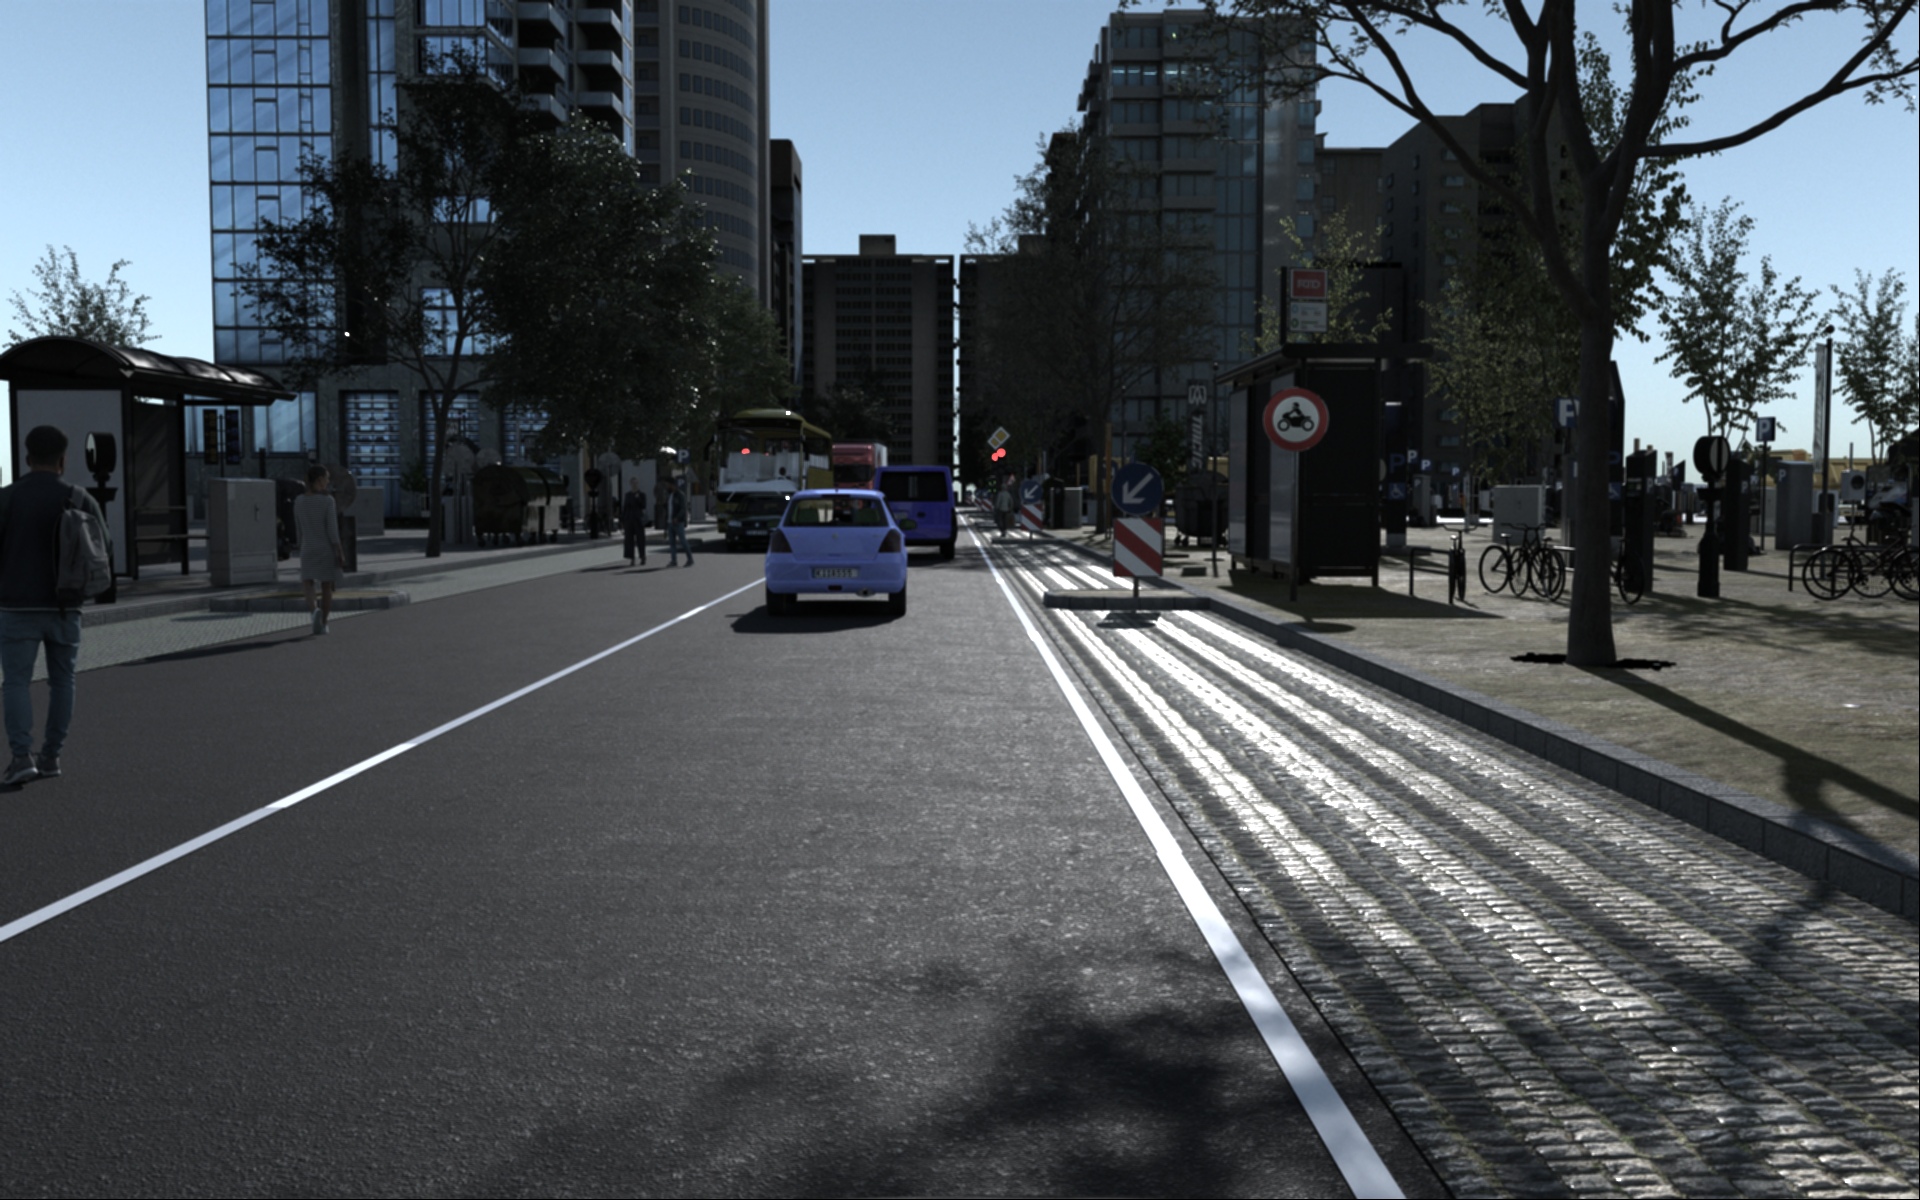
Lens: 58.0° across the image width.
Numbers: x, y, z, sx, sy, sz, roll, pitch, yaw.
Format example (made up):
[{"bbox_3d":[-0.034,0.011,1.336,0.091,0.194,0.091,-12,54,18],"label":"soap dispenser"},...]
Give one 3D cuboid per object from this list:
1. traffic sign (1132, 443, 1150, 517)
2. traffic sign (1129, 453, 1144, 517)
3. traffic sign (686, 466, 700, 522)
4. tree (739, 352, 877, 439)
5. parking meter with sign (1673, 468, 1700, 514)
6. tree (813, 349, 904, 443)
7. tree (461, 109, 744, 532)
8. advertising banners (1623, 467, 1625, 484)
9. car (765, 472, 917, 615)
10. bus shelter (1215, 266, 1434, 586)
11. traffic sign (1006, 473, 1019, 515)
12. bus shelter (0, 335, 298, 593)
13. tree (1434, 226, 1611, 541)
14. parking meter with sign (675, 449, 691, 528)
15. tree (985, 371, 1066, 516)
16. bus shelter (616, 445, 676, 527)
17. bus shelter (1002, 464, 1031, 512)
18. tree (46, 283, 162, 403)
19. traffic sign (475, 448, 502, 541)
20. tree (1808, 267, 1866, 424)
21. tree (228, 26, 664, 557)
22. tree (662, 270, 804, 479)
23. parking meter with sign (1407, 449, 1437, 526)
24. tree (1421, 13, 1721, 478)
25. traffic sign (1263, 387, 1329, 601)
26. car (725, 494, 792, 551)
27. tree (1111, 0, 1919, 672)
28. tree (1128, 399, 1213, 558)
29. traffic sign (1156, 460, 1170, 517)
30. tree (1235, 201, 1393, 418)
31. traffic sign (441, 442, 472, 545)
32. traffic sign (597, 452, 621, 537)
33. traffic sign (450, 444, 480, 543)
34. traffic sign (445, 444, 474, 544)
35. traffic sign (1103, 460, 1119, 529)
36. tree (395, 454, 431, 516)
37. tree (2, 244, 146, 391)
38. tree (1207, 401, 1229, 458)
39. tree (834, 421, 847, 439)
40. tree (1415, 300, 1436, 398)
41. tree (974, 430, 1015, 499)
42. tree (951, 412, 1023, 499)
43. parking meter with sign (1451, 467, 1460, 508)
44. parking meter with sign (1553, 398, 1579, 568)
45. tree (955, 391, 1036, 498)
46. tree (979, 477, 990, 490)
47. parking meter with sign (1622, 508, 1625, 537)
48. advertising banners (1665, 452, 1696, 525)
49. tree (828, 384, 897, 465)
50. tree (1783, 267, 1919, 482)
[{"bbox_3d":[4.677,-2.638,43.240,0.768,2.556,0.104,0,4,7],"label":"traffic sign"},{"bbox_3d":[5.081,-2.940,48.181,0.768,2.556,0.104,0,4,6],"label":"traffic sign"},{"bbox_3d":[-12.354,-4.855,79.377,0.884,2.594,0.081,1,4,8],"label":"traffic sign"},{"bbox_3d":[-11.336,-10.852,111.849,8.767,10.594,7.601,-3,5,-42],"label":"tree"},{"bbox_3d":[47.938,-7.210,114.151,1.738,3.016,0.543,-1,4,-12],"label":"parking meter with sign"},{"bbox_3d":[-13.492,-22.807,228.789,12.611,20.169,13.585,0,3,0],"label":"tree"},{"bbox_3d":[-11.935,-9.252,57.928,9.857,13.997,8.962,0,3,0],"label":"tree"},{"bbox_3d":[43.336,-7.053,111.498,2.074,3.025,0.090,1,4,14],"label":"advertising banners"},{"bbox_3d":[-1.510,-0.750,21.861,1.945,1.707,3.694,0,4,-2],"label":"car"},{"bbox_3d":[5.491,-3.100,28.319,2.179,5.291,8.768,0,4,0],"label":"bus shelter"},{"bbox_3d":[3.244,-6.562,107.298,0.884,2.594,0.081,0,4,2],"label":"traffic sign"},{"bbox_3d":[-11.530,-1.894,24.886,2.014,3.302,5.546,0,4,0],"label":"bus shelter"},{"bbox_3d":[16.025,-5.962,47.836,4.360,8.622,3.978,0,3,0],"label":"tree"},{"bbox_3d":[-10.650,-4.279,66.222,0.543,3.016,1.738,0,4,-3],"label":"parking meter with sign"},{"bbox_3d":[3.762,-9.144,99.863,4.737,8.622,4.395,0,3,0],"label":"tree"},{"bbox_3d":[-12.422,-4.601,69.153,2.014,3.302,5.546,0,4,0],"label":"bus shelter"},{"bbox_3d":[3.724,-7.622,118.535,2.014,3.302,5.546,0,4,0],"label":"bus shelter"},{"bbox_3d":[-29.467,-6.711,60.088,4.737,8.622,4.395,0,3,0],"label":"tree"},{"bbox_3d":[-12.923,-2.896,47.460,0.768,2.556,0.104,0,4,5],"label":"traffic sign"},{"bbox_3d":[18.893,-5.651,42.752,4.737,8.622,4.395,0,3,0],"label":"tree"},{"bbox_3d":[-10.481,-6.140,34.799,7.601,10.594,8.767,2,4,35],"label":"tree"},{"bbox_3d":[-11.724,-10.406,88.266,7.486,12.596,7.792,0,3,0],"label":"tree"},{"bbox_3d":[18.255,-4.411,68.374,0.543,3.016,1.738,3,5,43],"label":"parking meter with sign"},{"bbox_3d":[9.449,-4.645,26.306,4.737,8.622,4.395,0,3,0],"label":"tree"},{"bbox_3d":[3.995,-1.258,20.669,0.768,2.556,0.104,0,4,8],"label":"traffic sign"},{"bbox_3d":[-4.973,-2.134,44.673,2.009,1.686,4.222,0,4,1],"label":"car"},{"bbox_3d":[4.653,-6.251,12.568,12.009,13.543,11.850,0,3,0],"label":"tree"},{"bbox_3d":[4.288,-2.481,35.166,1.663,3.219,1.824,0,3,0],"label":"tree"},{"bbox_3d":[4.226,-2.261,36.971,0.884,2.594,0.081,0,4,1],"label":"traffic sign"},{"bbox_3d":[9.093,-5.753,44.426,4.360,8.622,3.978,0,3,0],"label":"tree"},{"bbox_3d":[-12.592,-2.641,43.186,0.884,2.594,0.081,0,4,4],"label":"traffic sign"},{"bbox_3d":[-10.589,-3.188,52.237,0.768,2.556,0.104,0,4,8],"label":"traffic sign"},{"bbox_3d":[-12.870,-2.763,45.171,0.884,2.594,0.081,0,4,5],"label":"traffic sign"},{"bbox_3d":[-12.847,-2.714,44.478,0.768,2.556,0.104,0,4,5],"label":"traffic sign"},{"bbox_3d":[5.460,-3.889,63.691,0.768,2.556,0.104,0,4,7],"label":"traffic sign"},{"bbox_3d":[-25.720,-5.367,82.357,1.663,3.219,1.824,0,3,0],"label":"tree"},{"bbox_3d":[-25.738,-6.148,50.885,4.360,8.622,3.978,0,3,0],"label":"tree"},{"bbox_3d":[20.387,-11.203,133.538,4.360,8.622,3.978,0,3,0],"label":"tree"},{"bbox_3d":[-13.003,-13.611,172.906,4.737,8.622,4.395,0,3,0],"label":"tree"},{"bbox_3d":[16.719,-6.463,56.026,4.360,8.622,3.978,0,3,0],"label":"tree"},{"bbox_3d":[3.571,-15.256,199.802,4.360,8.622,3.978,0,3,0],"label":"tree"},{"bbox_3d":[3.263,-18.735,223.328,9.611,12.733,9.660,0,3,0],"label":"tree"},{"bbox_3d":[32.114,-7.102,112.378,0.543,3.016,1.738,1,4,19],"label":"parking meter with sign"},{"bbox_3d":[10.858,-2.098,30.560,0.543,3.016,1.738,1,4,11],"label":"parking meter with sign"},{"bbox_3d":[3.023,-13.043,147.668,7.601,10.594,8.767,0,3,0],"label":"tree"},{"bbox_3d":[2.818,-12.018,191.099,1.663,3.219,1.824,0,3,0],"label":"tree"},{"bbox_3d":[19.053,-3.414,52.081,1.738,3.016,0.543,1,4,15],"label":"parking meter with sign"},{"bbox_3d":[30.089,-4.663,72.423,2.074,3.025,0.090,-2,4,-32],"label":"advertising banners"},{"bbox_3d":[-11.751,-17.941,199.998,9.857,13.997,8.962,0,3,0],"label":"tree"},{"bbox_3d":[29.915,-6.458,55.953,4.737,8.622,4.395,0,3,0],"label":"tree"}]
